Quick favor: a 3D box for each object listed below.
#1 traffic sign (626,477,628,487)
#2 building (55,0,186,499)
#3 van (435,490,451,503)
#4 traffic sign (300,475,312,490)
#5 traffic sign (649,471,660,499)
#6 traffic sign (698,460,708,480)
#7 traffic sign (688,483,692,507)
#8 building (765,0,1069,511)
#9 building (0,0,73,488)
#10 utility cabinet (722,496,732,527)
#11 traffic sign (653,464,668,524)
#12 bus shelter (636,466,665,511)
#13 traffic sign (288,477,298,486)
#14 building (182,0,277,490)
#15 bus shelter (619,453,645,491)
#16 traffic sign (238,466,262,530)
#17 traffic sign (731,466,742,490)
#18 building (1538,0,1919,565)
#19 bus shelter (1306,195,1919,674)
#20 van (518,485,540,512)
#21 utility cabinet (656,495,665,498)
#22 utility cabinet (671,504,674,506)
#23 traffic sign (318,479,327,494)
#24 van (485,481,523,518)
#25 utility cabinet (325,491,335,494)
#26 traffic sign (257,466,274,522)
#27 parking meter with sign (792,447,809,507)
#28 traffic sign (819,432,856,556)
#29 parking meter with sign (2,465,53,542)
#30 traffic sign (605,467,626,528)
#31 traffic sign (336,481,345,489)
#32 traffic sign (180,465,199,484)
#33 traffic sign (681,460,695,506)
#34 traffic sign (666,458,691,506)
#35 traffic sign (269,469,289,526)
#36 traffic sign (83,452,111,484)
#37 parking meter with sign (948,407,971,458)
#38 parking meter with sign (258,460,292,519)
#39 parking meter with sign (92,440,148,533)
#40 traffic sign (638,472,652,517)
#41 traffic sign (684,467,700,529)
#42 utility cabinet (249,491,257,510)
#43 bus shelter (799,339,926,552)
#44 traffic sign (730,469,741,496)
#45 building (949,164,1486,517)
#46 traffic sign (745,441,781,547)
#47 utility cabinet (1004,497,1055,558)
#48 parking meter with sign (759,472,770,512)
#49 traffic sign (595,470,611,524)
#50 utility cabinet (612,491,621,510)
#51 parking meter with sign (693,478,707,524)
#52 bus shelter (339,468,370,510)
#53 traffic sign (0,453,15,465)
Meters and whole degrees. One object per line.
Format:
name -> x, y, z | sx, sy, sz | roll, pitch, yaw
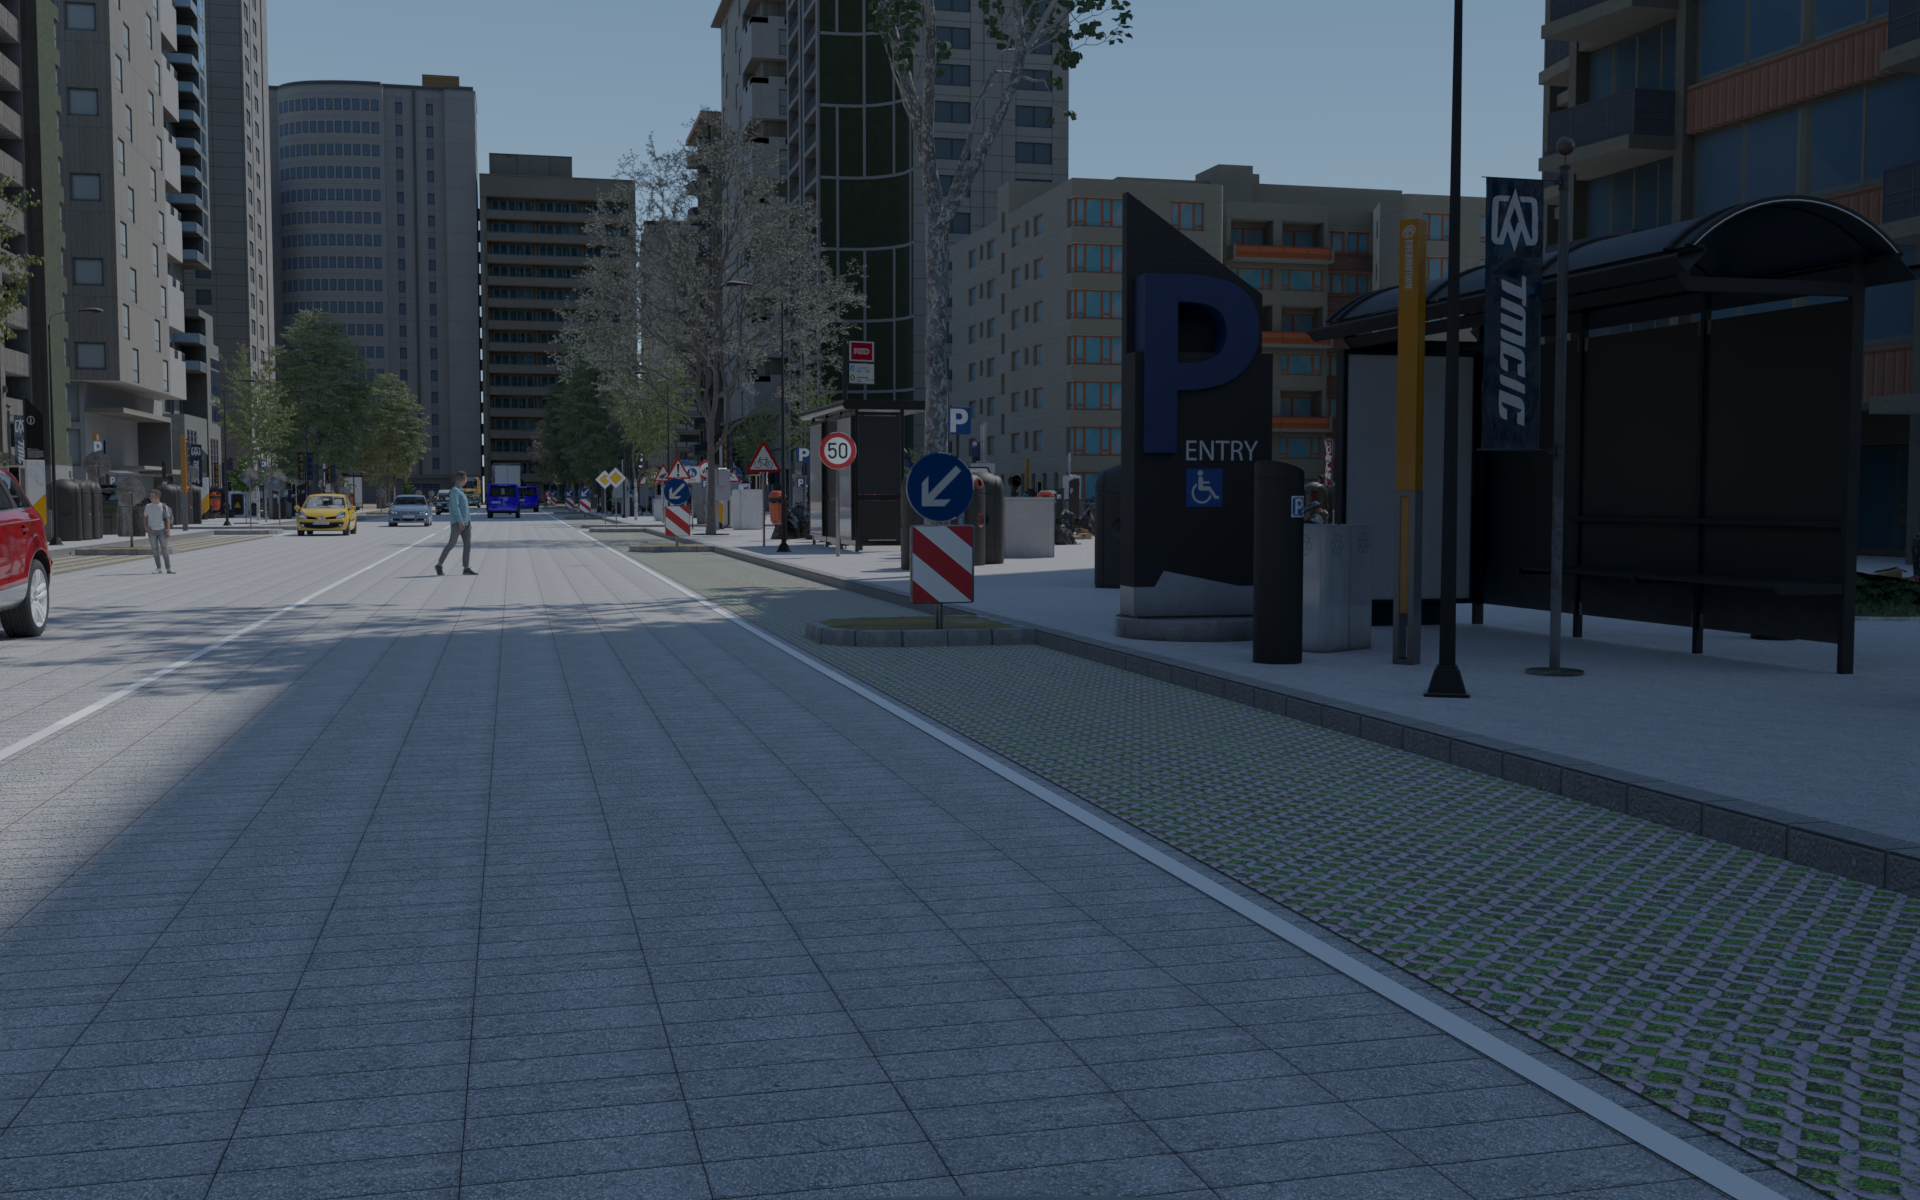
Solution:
traffic sign -> -25.381, -8.027, 131.339 | 0.768, 2.556, 0.104 | -1, 4, -11
building -> -70.879, -32.514, 120.848 | 28.713, 52.752, 27.495 | -1, 4, -14
van -> -50.769, -10.018, 170.801 | 2.013, 2.044, 4.112 | -1, 4, -16
traffic sign -> -43.601, -7.056, 115.476 | 0.768, 2.556, 0.104 | -1, 4, -12
traffic sign -> -16.437, -5.715, 93.547 | 0.768, 2.556, 0.104 | -1, 4, -10
traffic sign -> -9.330, -3.914, 64.096 | 0.768, 2.556, 0.104 | -1, 4, -10
traffic sign -> -15.516, -6.128, 100.299 | 0.768, 2.556, 0.104 | -1, 4, -13
building -> -4.234, -42.774, 137.613 | 20.563, 71.187, 20.611 | -1, 4, -14
building -> -55.645, -19.439, 89.523 | 14.160, 30.474, 14.107 | -1, 4, -14
utility cabinet -> -9.772, -3.908, 75.065 | 1.020, 1.237, 0.306 | 0, 4, -7
traffic sign -> -12.780, -4.565, 74.647 | 0.884, 2.594, 0.081 | -1, 4, -13
bus shelter -> -22.618, -8.150, 127.171 | 2.014, 3.302, 5.546 | -1, 4, -15
traffic sign -> -49.561, -7.867, 128.729 | 0.768, 2.556, 0.104 | -1, 4, -9
building -> -85.732, -45.679, 185.095 | 20.611, 71.187, 20.563 | -1, 4, -14
bus shelter -> -26.365, -9.815, 138.107 | 2.179, 5.291, 8.768 | -1, 4, -14
traffic sign -> -25.475, -3.580, 62.171 | 0.795, 2.450, 0.064 | -1, 4, -14
traffic sign -> -10.429, -4.873, 79.773 | 0.768, 2.556, 0.104 | 0, 4, -6
building -> 25.449, -23.351, 36.412 | 22.147, 44.769, 28.867 | -1, 4, -14
bus shelter -> 5.019, -1.255, 14.445 | 2.014, 3.302, 5.546 | -1, 4, -14
van -> -34.698, -8.191, 138.299 | 2.240, 2.365, 5.245 | -1, 4, -16
utility cabinet -> -17.730, -5.670, 103.862 | 1.020, 1.237, 0.306 | -1, 4, -15
utility cabinet -> -15.081, -5.049, 91.226 | 0.318, 1.500, 1.173 | 0, 4, -5
traffic sign -> -49.467, -8.136, 134.211 | 0.795, 2.450, 0.064 | -1, 4, -10
van -> -27.370, -6.088, 103.923 | 2.240, 2.365, 5.245 | -1, 4, -13
utility cabinet -> -51.107, -8.036, 140.067 | 1.173, 1.500, 0.318 | -3, 5, -43
traffic sign -> -31.526, -4.802, 78.624 | 0.768, 2.556, 0.104 | -1, 4, -12
parking meter with sign -> -6.066, -4.245, 65.667 | 0.543, 3.016, 1.738 | -1, 4, -15
traffic sign -> -2.509, -2.169, 35.568 | 0.768, 2.556, 0.104 | 0, 4, -5
parking meter with sign -> -25.083, -3.037, 45.912 | 1.738, 3.016, 0.543 | -1, 4, -22
traffic sign -> -12.984, -3.775, 65.364 | 0.795, 2.450, 0.064 | -1, 4, -14
traffic sign -> -48.450, -8.156, 135.477 | 0.606, 2.300, 0.079 | -1, 4, -9
traffic sign -> -33.836, -4.647, 76.079 | 0.768, 2.556, 0.104 | 0, 4, -7
traffic sign -> -10.164, -3.917, 64.150 | 0.768, 2.556, 0.104 | -1, 4, -8
traffic sign -> -10.028, -3.772, 61.676 | 0.884, 2.594, 0.081 | 0, 4, -7
traffic sign -> -27.472, -4.053, 69.903 | 0.795, 2.450, 0.064 | -1, 4, -14
traffic sign -> -25.946, -3.180, 52.105 | 0.768, 2.556, 0.104 | -1, 4, -12
parking meter with sign -> -0.379, -2.397, 35.459 | 0.543, 3.016, 1.738 | -2, 4, -24
parking meter with sign -> -35.014, -5.651, 88.661 | 1.738, 3.016, 0.543 | 1, 4, 21
parking meter with sign -> -27.484, -3.705, 56.845 | 0.543, 3.016, 1.738 | 2, 4, 27
traffic sign -> -17.891, -6.040, 98.753 | 0.884, 2.594, 0.081 | 0, 4, -7
traffic sign -> -9.789, -3.743, 63.328 | 0.606, 2.300, 0.079 | -1, 4, -9
utility cabinet -> -47.722, -6.591, 116.439 | 1.173, 1.500, 0.318 | 1, 4, 21
bus shelter -> -2.627, -3.982, 42.735 | 2.179, 5.291, 8.768 | -1, 4, -14
traffic sign -> -10.143, -4.687, 76.638 | 0.884, 2.594, 0.081 | -1, 4, -10
building -> 16.674, -16.316, 111.807 | 28.899, 21.520, 27.650 | -1, 4, -14
traffic sign -> -4.798, -2.588, 42.312 | 0.884, 2.594, 0.081 | -1, 4, -13
utility cabinet -> 1.387, -1.459, 35.019 | 1.020, 1.237, 0.306 | 0, 4, -4
parking meter with sign -> -14.255, -7.995, 126.978 | 0.543, 3.016, 1.738 | 2, 4, 25
traffic sign -> -14.981, -4.248, 73.096 | 0.795, 2.450, 0.064 | -1, 4, -14
utility cabinet -> -23.592, -6.836, 120.449 | 1.173, 1.500, 0.318 | -3, 4, -36
parking meter with sign -> -10.795, -4.762, 74.114 | 0.543, 3.016, 1.738 | 1, 4, 11
bus shelter -> -48.556, -8.874, 139.011 | 2.014, 3.302, 5.546 | -1, 4, -15
traffic sign -> -29.378, -3.260, 53.412 | 0.768, 2.556, 0.104 | -1, 4, -8
